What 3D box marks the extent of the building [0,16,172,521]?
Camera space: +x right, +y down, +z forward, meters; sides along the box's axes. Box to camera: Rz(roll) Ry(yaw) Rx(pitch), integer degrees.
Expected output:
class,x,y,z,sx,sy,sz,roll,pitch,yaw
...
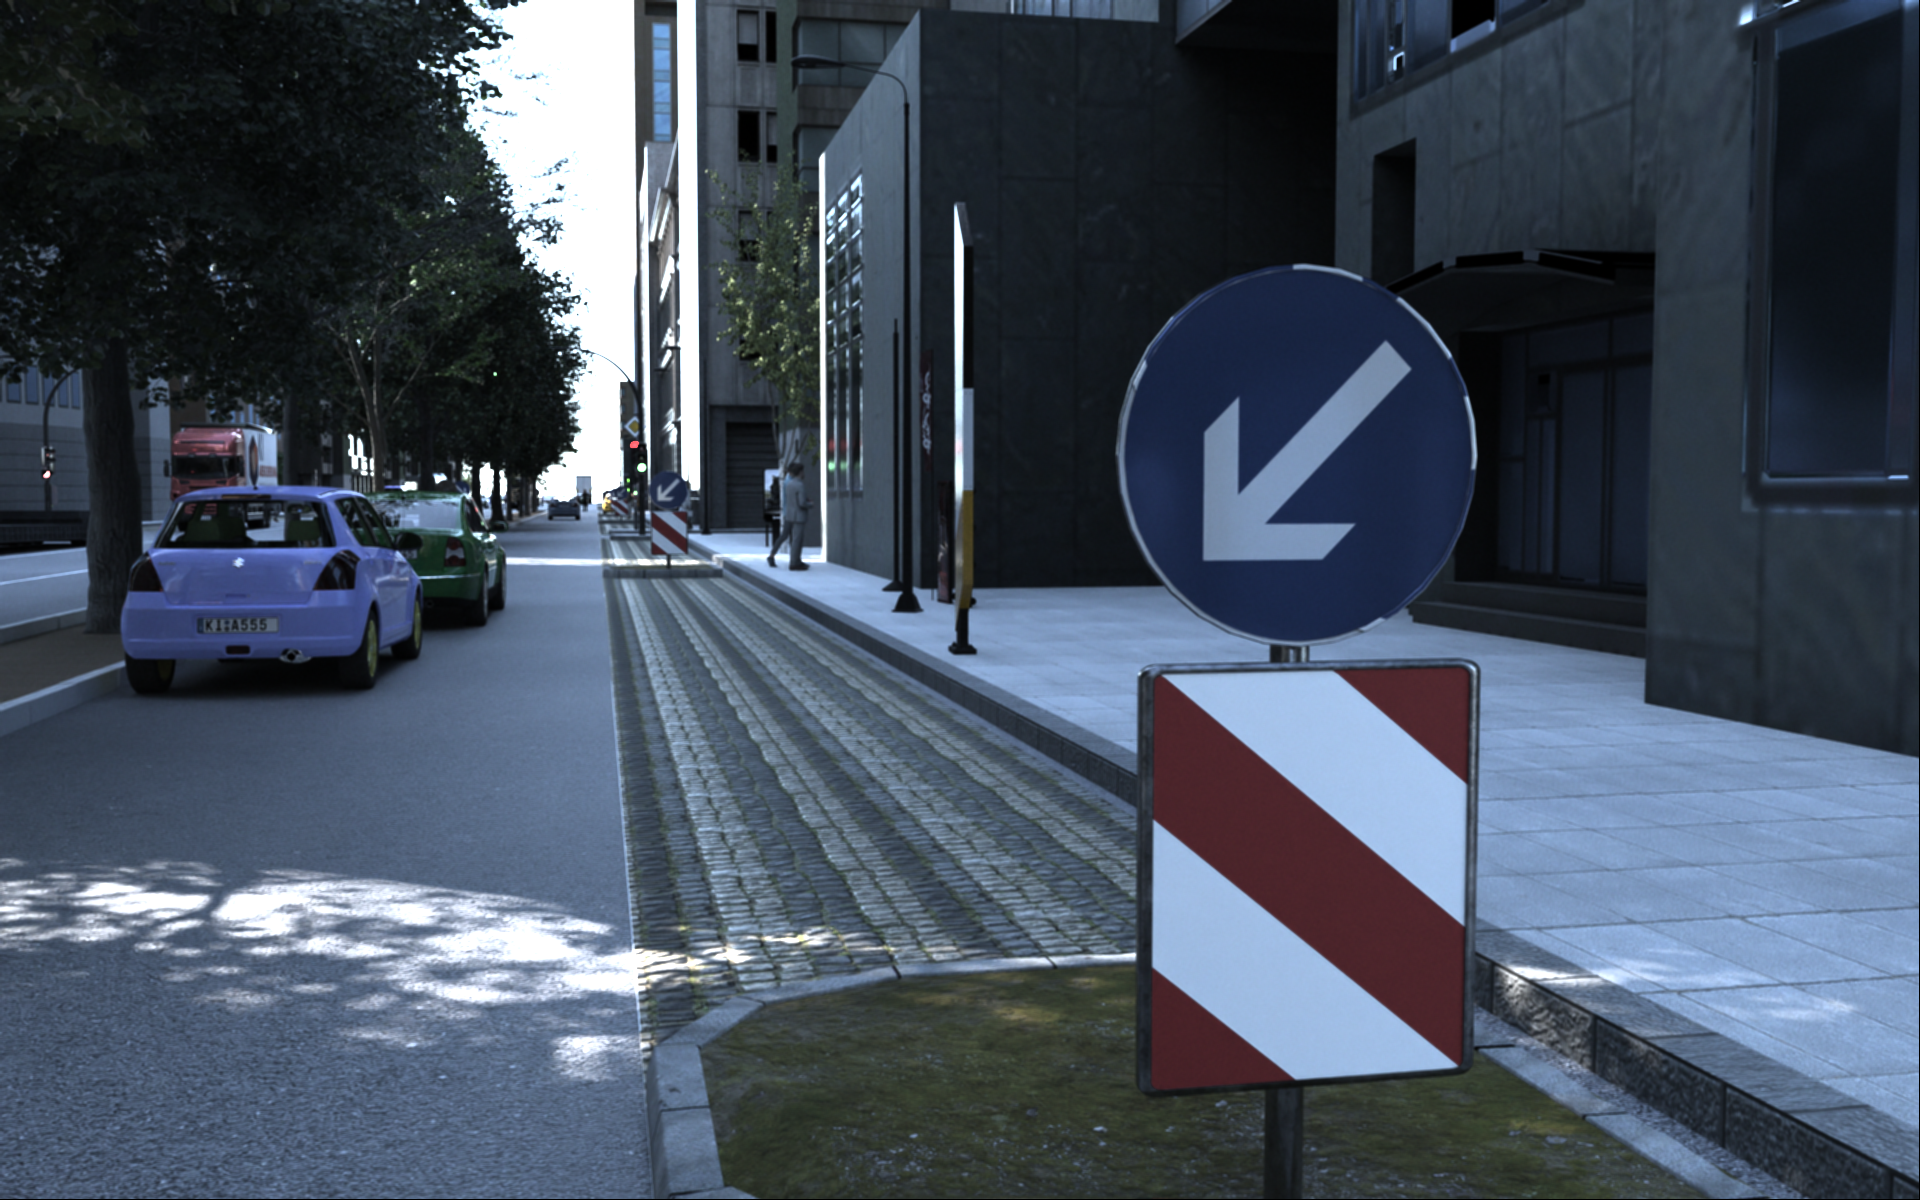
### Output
class,x,y,z,sx,sy,sz,roll,pitch,yaw
building,-46.239,-32.162,67.845,21.231,58.520,28.212,-1,4,-12

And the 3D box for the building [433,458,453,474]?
class,x,y,z,sx,sy,sz,roll,pitch,yaw
building,-83.924,-36.065,244.291,22.147,44.769,28.867,-1,4,-12

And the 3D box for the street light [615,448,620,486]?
class,x,y,z,sx,sy,sz,roll,pitch,yaw
street light,-33.741,-12.370,174.783,1.470,5.913,1.316,-1,4,-12

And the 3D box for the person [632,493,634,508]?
class,x,y,z,sx,sy,sz,roll,pitch,yaw
person,-31.069,-9.698,164.617,0.705,1.822,1.348,-1,4,-9

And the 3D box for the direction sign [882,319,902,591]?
class,x,y,z,sx,sy,sz,roll,pitch,yaw
direction sign,-0.842,-1.889,22.876,0.379,3.537,0.876,0,4,-2

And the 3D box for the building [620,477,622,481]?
class,x,y,z,sx,sy,sz,roll,pitch,yaw
building,-39.755,-49.908,254.242,20.563,71.187,20.611,-1,4,-12

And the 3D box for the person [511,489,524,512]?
class,x,y,z,sx,sy,sz,roll,pitch,yaw
person,-34.889,-7.850,136.859,0.705,1.823,1.348,2,4,32

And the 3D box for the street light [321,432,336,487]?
class,x,y,z,sx,sy,sz,roll,pitch,yaw
street light,-47.109,-9.599,129.480,1.470,5.913,1.316,-1,4,-12

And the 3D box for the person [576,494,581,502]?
class,x,y,z,sx,sy,sz,roll,pitch,yaw
person,-33.411,-8.539,151.300,0.628,1.438,0.799,-2,4,-35

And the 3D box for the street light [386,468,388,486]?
class,x,y,z,sx,sy,sz,roll,pitch,yaw
street light,-55.393,-12.022,169.097,1.470,5.913,1.316,-1,4,-12

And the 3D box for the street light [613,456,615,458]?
class,x,y,z,sx,sy,sz,roll,pitch,yaw
street light,-43.218,-15.113,219.642,1.470,5.913,1.316,-1,4,-12

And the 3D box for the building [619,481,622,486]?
class,x,y,z,sx,sy,sz,roll,pitch,yaw
building,-29.765,-33.162,234.085,32.217,40.220,23.993,-1,4,-12

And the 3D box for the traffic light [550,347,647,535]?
class,x,y,z,sx,sy,sz,roll,pitch,yaw
traffic light,-12.033,-4.833,53.684,4.771,5.953,1.251,-1,4,-12

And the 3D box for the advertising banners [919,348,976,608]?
class,x,y,z,sx,sy,sz,roll,pitch,yaw
advertising banners,-0.170,-1.475,20.312,0.090,3.025,2.074,-1,4,-17

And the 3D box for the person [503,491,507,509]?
class,x,y,z,sx,sy,sz,roll,pitch,yaw
person,-42.712,-9.384,162.869,0.756,1.711,0.436,3,5,41

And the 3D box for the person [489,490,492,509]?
class,x,y,z,sx,sy,sz,roll,pitch,yaw
person,-43.891,-9.401,162.194,0.705,1.826,1.348,0,4,-7

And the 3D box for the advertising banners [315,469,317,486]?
class,x,y,z,sx,sy,sz,roll,pitch,yaw
advertising banners,-45.442,-7.686,121.851,0.090,3.025,2.074,-1,4,-9

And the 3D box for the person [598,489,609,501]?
class,x,y,z,sx,sy,sz,roll,pitch,yaw
person,-28.334,-7.957,138.738,1.348,1.807,0.705,-3,5,-40

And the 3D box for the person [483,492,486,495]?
class,x,y,z,sx,sy,sz,roll,pitch,yaw
person,-56.479,-11.950,205.352,0.593,1.643,0.415,1,4,13

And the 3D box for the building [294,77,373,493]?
class,x,y,z,sx,sy,sz,roll,pitch,yaw
building,-66.289,-32.903,157.575,23.786,49.044,30.456,-1,4,-12

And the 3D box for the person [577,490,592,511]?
class,x,y,z,sx,sy,sz,roll,pitch,yaw
person,-31.038,-8.235,143.279,1.348,1.807,0.705,1,4,18

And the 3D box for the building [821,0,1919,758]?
class,x,y,z,sx,sy,sz,roll,pitch,yaw
building,11.417,-43.149,18.161,22.319,86.520,31.000,-1,4,-12

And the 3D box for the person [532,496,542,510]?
class,x,y,z,sx,sy,sz,roll,pitch,yaw
person,-38.398,-9.040,157.127,0.721,1.723,1.217,3,4,37

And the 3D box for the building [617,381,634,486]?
class,x,y,z,sx,sy,sz,roll,pitch,yaw
building,-41.263,-26.645,280.689,27.650,21.520,28.899,-1,4,-12

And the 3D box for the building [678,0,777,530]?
class,x,y,z,sx,sy,sz,roll,pitch,yaw
building,-0.876,-15.376,69.427,19.932,24.808,12.078,-1,4,-12

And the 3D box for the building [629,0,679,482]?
class,x,y,z,sx,sy,sz,roll,pitch,yaw
building,-20.451,-30.321,145.858,14.600,45.320,14.200,-1,4,-12

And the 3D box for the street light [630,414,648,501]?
class,x,y,z,sx,sy,sz,roll,pitch,yaw
street light,-18.105,-7.801,100.085,1.470,5.913,1.316,-1,4,-12

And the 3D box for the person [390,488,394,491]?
class,x,y,z,sx,sy,sz,roll,pitch,yaw
person,-34.513,-5.904,105.203,0.466,1.800,0.511,-2,4,-24

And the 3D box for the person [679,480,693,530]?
class,x,y,z,sx,sy,sz,roll,pitch,yaw
person,-9.850,-3.398,61.956,0.624,1.780,0.694,-2,4,-27

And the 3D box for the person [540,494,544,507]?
class,x,y,z,sx,sy,sz,roll,pitch,yaw
person,-45.618,-10.834,188.857,0.991,1.433,0.599,3,5,43

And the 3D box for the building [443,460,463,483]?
class,x,y,z,sx,sy,sz,roll,pitch,yaw
building,-84.534,-30.284,266.850,14.160,30.474,14.107,-1,4,-12

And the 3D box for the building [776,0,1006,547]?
class,x,y,z,sx,sy,sz,roll,pitch,yaw
building,1.602,-16.959,48.977,14.160,30.474,14.107,-1,4,-12

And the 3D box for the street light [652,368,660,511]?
class,x,y,z,sx,sy,sz,roll,pitch,yaw
street light,-10.604,-5.597,64.049,1.470,5.913,1.316,-1,4,-12

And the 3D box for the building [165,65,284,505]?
class,x,y,z,sx,sy,sz,roll,pitch,yaw
building,-54.921,-28.670,118.857,14.600,45.320,14.200,-1,4,-12

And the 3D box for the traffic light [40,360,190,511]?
class,x,y,z,sx,sy,sz,roll,pitch,yaw
traffic light,-28.563,-5.130,58.546,4.771,5.953,1.251,-1,4,-12

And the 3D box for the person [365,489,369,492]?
class,x,y,z,sx,sy,sz,roll,pitch,yaw
person,-52.215,-8.919,152.677,0.445,1.727,0.742,-1,4,-11

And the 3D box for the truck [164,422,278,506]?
class,x,y,z,sx,sy,sz,roll,pitch,yaw
truck,-29.729,-4.966,70.105,2.839,4.237,11.283,-1,4,-14

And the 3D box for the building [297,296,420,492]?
class,x,y,z,sx,sy,sz,roll,pitch,yaw
building,-68.946,-25.934,195.726,14.160,30.474,14.107,-1,4,-12

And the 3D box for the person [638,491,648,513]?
class,x,y,z,sx,sy,sz,roll,pitch,yaw
person,-21.912,-6.929,119.518,0.721,1.800,0.419,-1,4,-11

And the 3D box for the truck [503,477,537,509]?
class,x,y,z,sx,sy,sz,roll,pitch,yaw
truck,-42.919,-11.041,169.439,2.839,4.237,11.283,-1,4,-11

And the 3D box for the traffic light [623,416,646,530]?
class,x,y,z,sx,sy,sz,roll,pitch,yaw
traffic light,-11.646,-4.474,62.067,0.839,4.253,0.868,-1,4,-12

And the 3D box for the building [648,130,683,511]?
class,x,y,z,sx,sy,sz,roll,pitch,yaw
building,-13.004,-16.572,107.112,11.583,22.565,21.152,-1,4,-12

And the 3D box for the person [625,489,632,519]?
class,x,y,z,sx,sy,sz,roll,pitch,yaw
person,-19.115,-5.553,99.833,0.362,1.759,0.519,1,4,15

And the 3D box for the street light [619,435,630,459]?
class,x,y,z,sx,sy,sz,roll,pitch,yaw
street light,-26.234,-10.144,138.396,1.470,5.913,1.316,-1,4,-12

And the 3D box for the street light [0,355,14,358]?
class,x,y,z,sx,sy,sz,roll,pitch,yaw
street light,-32.029,-5.207,57.673,1.470,5.913,1.316,-1,4,-12

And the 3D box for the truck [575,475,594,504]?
class,x,y,z,sx,sy,sz,roll,pitch,yaw
truck,-56.370,-16.566,259.759,2.839,4.237,11.283,-1,4,-12

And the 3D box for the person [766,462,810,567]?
class,x,y,z,sx,sy,sz,roll,pitch,yaw
person,-3.016,-1.502,30.462,0.748,1.841,0.638,1,4,12

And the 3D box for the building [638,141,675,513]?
class,x,y,z,sx,sy,sz,roll,pitch,yaw
building,-17.090,-18.906,127.139,12.078,24.808,19.932,-1,4,-12

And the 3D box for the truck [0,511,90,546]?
class,x,y,z,sx,sy,sz,roll,pitch,yaw
truck,-23.725,-3.131,40.950,2.967,4.110,18.799,-1,4,-11

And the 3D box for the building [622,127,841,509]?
class,x,y,z,sx,sy,sz,roll,pitch,yaw
building,-27.090,-54.015,195.823,22.319,86.520,31.000,-1,4,-12

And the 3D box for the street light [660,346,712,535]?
class,x,y,z,sx,sy,sz,roll,pitch,yaw
street light,-8.547,-5.012,54.480,1.470,5.913,1.316,-1,4,-12

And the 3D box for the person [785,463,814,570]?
class,x,y,z,sx,sy,sz,roll,pitch,yaw
person,-2.651,-1.402,29.164,0.583,1.804,0.606,-2,4,-34
